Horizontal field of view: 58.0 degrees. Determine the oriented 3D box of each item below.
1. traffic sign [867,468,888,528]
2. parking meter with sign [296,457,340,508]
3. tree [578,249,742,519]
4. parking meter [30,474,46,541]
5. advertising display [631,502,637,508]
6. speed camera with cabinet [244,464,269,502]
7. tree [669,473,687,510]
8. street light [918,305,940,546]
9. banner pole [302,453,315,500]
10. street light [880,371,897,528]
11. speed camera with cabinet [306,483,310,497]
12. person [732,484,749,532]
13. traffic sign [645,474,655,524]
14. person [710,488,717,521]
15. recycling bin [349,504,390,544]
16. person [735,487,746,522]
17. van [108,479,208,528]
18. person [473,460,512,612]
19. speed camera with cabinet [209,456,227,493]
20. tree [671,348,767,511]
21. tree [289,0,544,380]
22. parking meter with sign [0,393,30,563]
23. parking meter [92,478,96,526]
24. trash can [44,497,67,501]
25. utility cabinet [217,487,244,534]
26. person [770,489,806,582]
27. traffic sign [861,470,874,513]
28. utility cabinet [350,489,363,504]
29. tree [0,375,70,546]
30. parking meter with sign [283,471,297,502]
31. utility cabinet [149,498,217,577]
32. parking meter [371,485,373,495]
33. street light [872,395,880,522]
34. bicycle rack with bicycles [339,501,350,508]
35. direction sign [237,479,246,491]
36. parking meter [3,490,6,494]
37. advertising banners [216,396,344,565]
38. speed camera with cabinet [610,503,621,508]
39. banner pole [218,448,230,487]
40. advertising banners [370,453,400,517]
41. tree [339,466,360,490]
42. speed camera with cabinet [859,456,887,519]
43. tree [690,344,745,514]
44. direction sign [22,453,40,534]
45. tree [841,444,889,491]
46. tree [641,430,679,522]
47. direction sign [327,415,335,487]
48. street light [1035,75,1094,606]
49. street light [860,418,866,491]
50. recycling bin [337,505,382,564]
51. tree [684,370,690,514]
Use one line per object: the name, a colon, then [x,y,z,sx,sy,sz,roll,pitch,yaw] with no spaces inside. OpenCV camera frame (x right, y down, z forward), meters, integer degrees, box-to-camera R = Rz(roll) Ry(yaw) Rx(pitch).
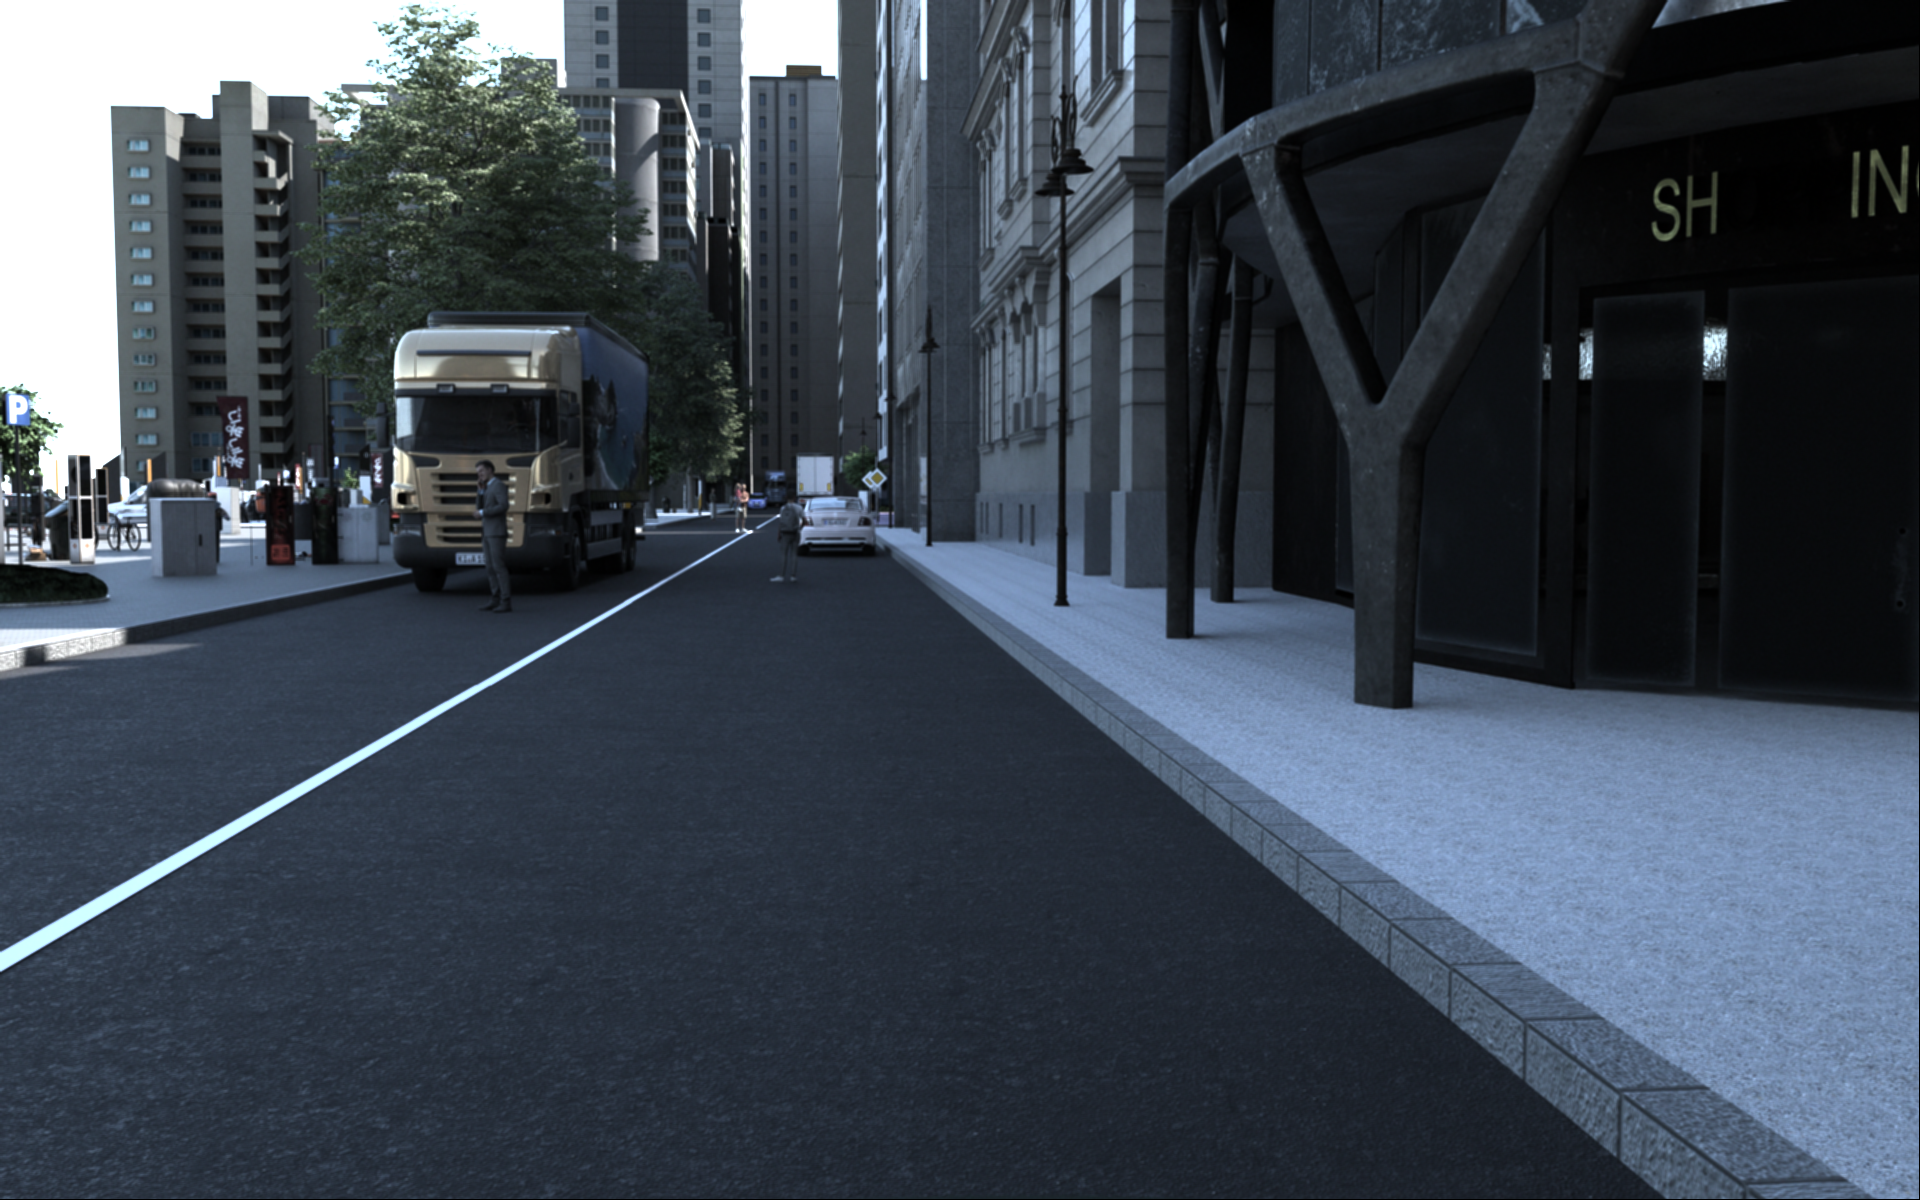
traffic sign: [-3.147,-3.806,65.869,0.795,2.450,0.064,0,4,-5]
parking meter with sign: [-29.842,-5.171,80.802,1.738,3.016,0.543,-3,5,-45]
tree: [-16.043,-11.147,88.911,9.857,13.997,8.962,0,3,0]
parking meter: [-25.215,-2.547,47.354,0.255,1.863,0.399,-1,4,-12]
advertising display: [-18.987,-5.773,99.607,0.123,1.923,0.974,2,4,34]
speed camera with cabinet: [-46.669,-7.367,114.791,0.660,3.252,2.038,1,4,16]
tree: [-22.464,-11.703,141.711,4.360,8.622,3.978,0,3,0]
street light: [-0.760,-4.261,42.462,0.468,5.910,1.993,0,4,-5]
banner pole: [-39.398,-7.012,104.666,0.863,3.779,0.401,0,4,-6]
street light: [-2.618,-5.645,65.076,0.468,5.910,1.993,0,4,-5]
speed camera with cabinet: [-50.249,-8.583,134.661,0.660,3.252,2.038,0,4,-1]
person: [-8.306,-3.483,65.414,0.573,1.828,0.580,2,4,25]
traffic sign: [-13.271,-4.246,73.064,0.795,2.450,0.064,0,4,-5]
person: [-12.995,-5.037,91.405,0.362,1.759,0.519,1,4,13]
recycling bin: [-15.065,-1.936,44.206,0.722,1.027,0.722,2,4,29]
person: [-11.182,-4.844,87.877,0.709,1.800,0.728,2,4,26]
van: [-31.615,-3.716,67.764,4.112,2.044,2.013,0,4,-6]
person: [-5.739,-0.786,21.157,0.447,1.846,0.655,-2,4,-35]
speed camera with cabinet: [-38.071,-5.823,89.545,0.660,3.252,2.038,-3,4,-36]
tree: [-19.448,-13.092,131.059,9.611,12.733,9.660,0,3,0]
tree: [-11.805,-7.495,40.666,7.486,12.596,7.792,0,3,0]
parking meter with sign: [-17.234,-2.089,30.420,1.738,3.016,0.543,1,4,14]
parking meter: [-30.910,-3.451,62.128,0.255,1.863,0.399,-1,4,-9]
trash can: [-39.455,-3.898,75.386,0.748,1.137,0.748,0,3,0]
utility cabinet: [-23.360,-2.854,55.346,0.318,1.500,1.173,-3,5,-43]
person: [-2.810,-1.057,28.373,0.523,1.515,0.503,3,4,37]
traffic sign: [-3.808,-4.293,73.827,0.795,2.450,0.064,0,4,-5]
utility cabinet: [-27.169,-4.242,78.041,0.318,1.500,1.173,0,4,-7]
tree: [-23.977,-3.622,42.929,4.285,4.588,4.351,0,3,0]
parking meter with sign: [-49.794,-8.147,129.466,0.543,3.016,1.738,1,4,13]
utility cabinet: [-12.266,-0.992,27.383,0.306,1.237,1.020,2,4,26]
parking meter: [-43.667,-7.524,128.735,0.399,1.863,0.255,3,5,45]
street light: [-3.838,-6.594,80.592,0.468,5.910,1.993,0,4,-5]
bicycle rack with bicycles: [-31.067,-4.372,84.857,2.852,0.926,2.925,-1,4,-16]
direction sign: [-55.820,-8.723,134.624,0.876,3.537,0.379,2,4,26]
parking meter: [-62.846,-6.442,113.742,0.372,1.533,0.369,0,3,0]
advertising banners: [-12.244,-2.142,31.216,2.074,3.025,0.090,-1,4,-19]
speed camera with cabinet: [-25.824,-8.307,130.155,0.660,3.252,2.038,2,4,29]
banner pole: [-40.036,-6.371,94.182,0.401,3.779,0.863,2,4,32]
advertising banners: [-23.944,-4.729,73.510,2.074,3.025,0.090,0,4,-3]
tree: [-40.986,-7.430,116.085,1.663,3.219,1.824,0,3,0]
speed camera with cabinet: [-4.525,-5.864,90.212,0.660,3.252,2.038,2,4,28]
tree: [-18.165,-11.959,113.650,7.486,12.596,7.792,0,3,0]
direction sign: [-30.146,-3.905,55.845,0.876,3.537,0.379,-1,4,-18]
tree: [-6.176,-7.960,113.859,4.285,4.588,4.351,0,3,0]
tree: [-14.585,-5.885,79.941,4.285,4.588,4.351,0,3,0]
direction sign: [-18.156,-3.551,50.052,0.379,3.537,0.876,-1,4,-9]
street light: [1.169,-2.871,19.722,0.468,5.910,1.993,0,4,-5]
street light: [-5.762,-7.973,103.141,0.468,5.910,1.993,0,4,-5]
recycling bin: [-11.199,-1.198,32.144,0.722,1.027,0.722,-1,4,-23]
tree: [-12.467,-8.069,50.050,7.486,12.596,7.792,0,3,0]
